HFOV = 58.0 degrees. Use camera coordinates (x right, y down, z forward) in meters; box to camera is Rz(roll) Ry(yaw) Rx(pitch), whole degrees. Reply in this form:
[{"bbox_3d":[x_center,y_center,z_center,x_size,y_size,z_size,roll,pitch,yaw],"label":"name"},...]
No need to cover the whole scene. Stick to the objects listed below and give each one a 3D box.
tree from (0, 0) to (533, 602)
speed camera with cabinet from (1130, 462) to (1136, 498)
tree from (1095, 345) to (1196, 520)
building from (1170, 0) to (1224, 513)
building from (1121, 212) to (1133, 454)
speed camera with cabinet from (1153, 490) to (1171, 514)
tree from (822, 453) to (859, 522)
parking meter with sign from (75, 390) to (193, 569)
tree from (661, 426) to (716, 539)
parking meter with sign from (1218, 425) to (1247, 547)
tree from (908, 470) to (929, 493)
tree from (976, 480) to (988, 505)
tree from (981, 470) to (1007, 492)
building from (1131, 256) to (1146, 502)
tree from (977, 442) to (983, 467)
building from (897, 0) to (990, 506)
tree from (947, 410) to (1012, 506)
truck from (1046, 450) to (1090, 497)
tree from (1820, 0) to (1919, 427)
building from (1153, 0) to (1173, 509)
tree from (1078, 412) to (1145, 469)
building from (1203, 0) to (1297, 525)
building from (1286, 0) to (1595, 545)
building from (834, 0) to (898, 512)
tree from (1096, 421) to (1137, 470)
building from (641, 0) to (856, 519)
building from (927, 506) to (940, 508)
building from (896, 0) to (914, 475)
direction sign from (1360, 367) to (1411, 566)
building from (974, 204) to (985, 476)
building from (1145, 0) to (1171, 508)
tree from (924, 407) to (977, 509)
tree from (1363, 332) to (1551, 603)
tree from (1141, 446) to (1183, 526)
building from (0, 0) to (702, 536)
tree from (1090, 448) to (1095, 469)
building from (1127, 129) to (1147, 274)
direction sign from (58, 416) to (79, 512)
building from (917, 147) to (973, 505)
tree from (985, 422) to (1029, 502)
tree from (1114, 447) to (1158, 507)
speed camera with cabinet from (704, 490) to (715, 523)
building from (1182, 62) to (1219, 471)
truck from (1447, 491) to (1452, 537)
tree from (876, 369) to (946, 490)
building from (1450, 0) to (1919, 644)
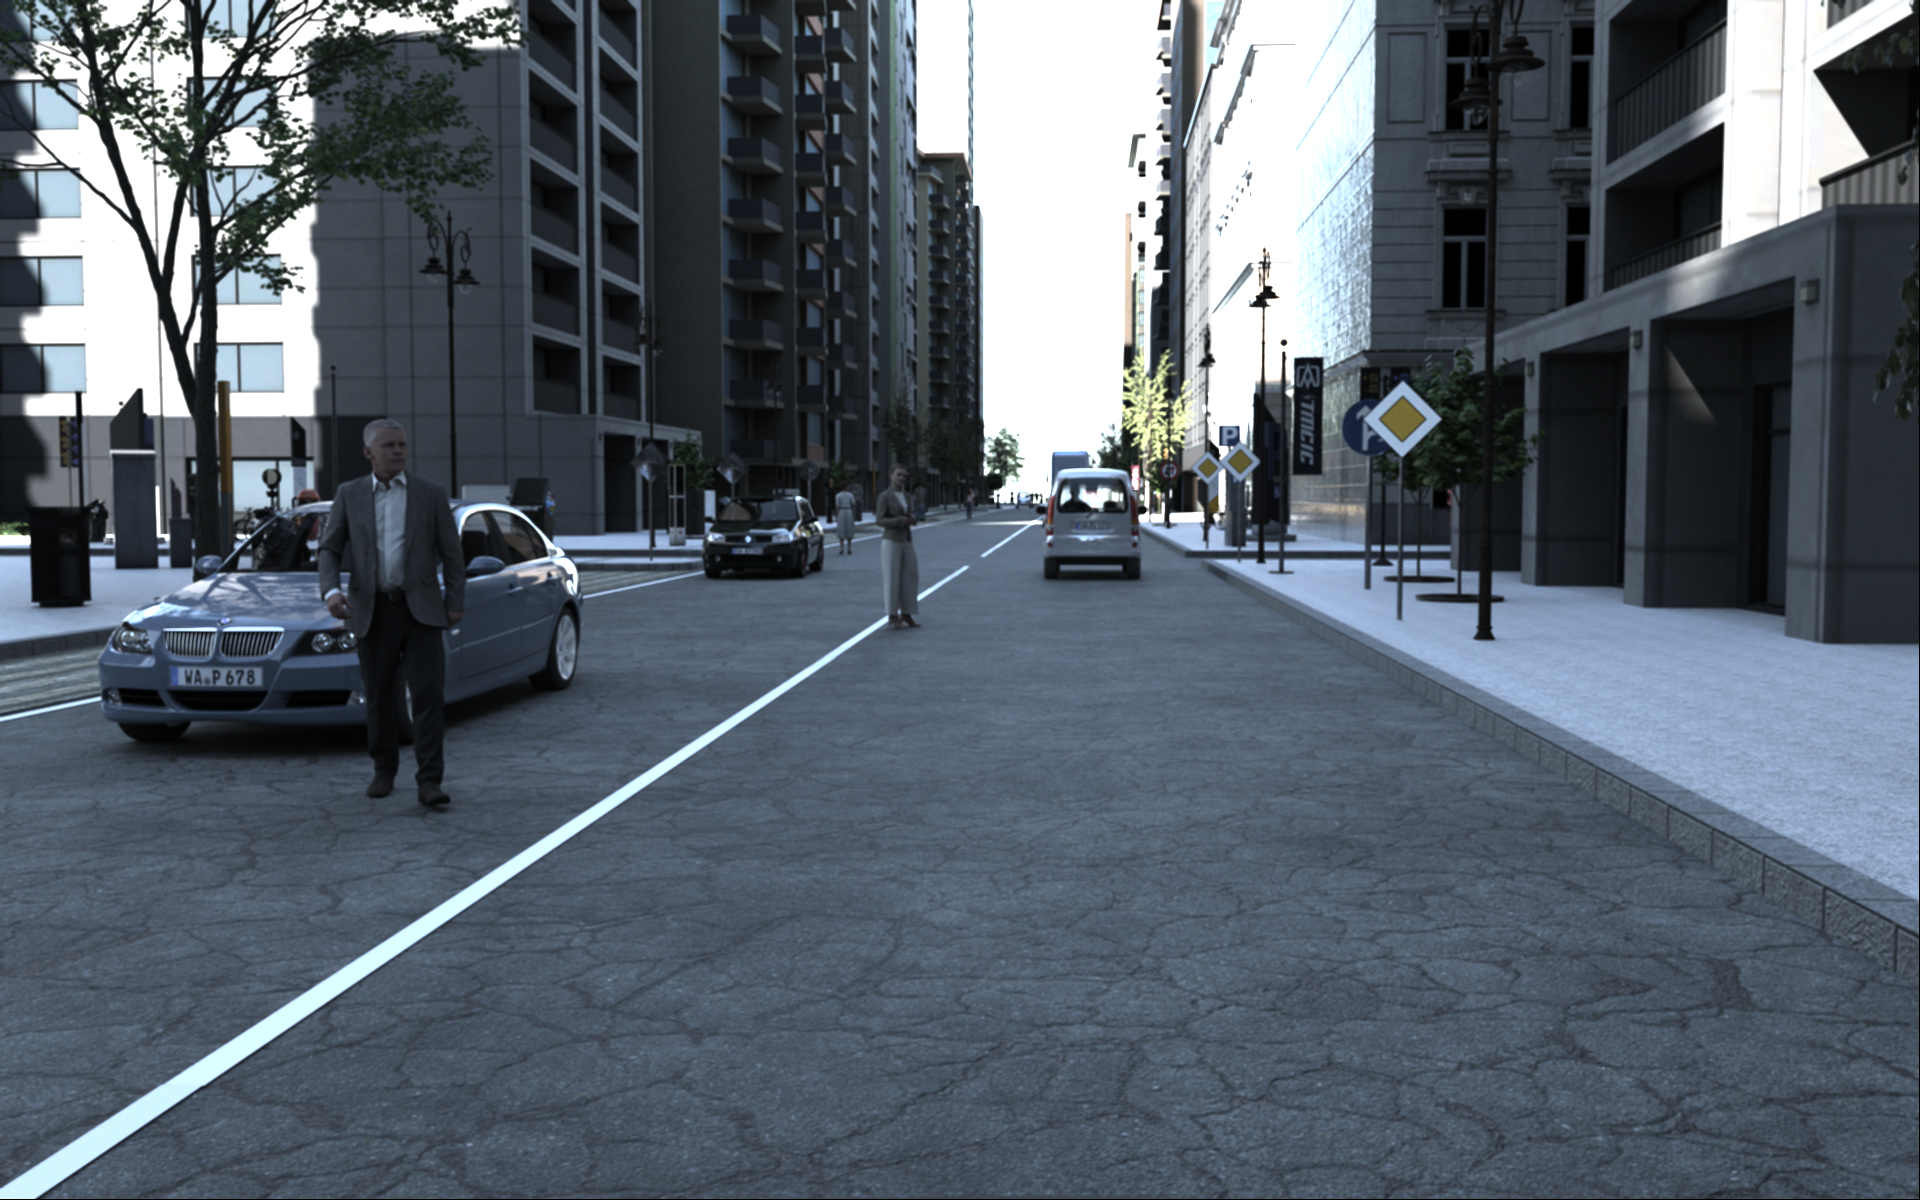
[{"bbox_3d":[-9.136,-5.785,20.345,9.928,11.665,9.643,0,3,0],"label":"tree"},{"bbox_3d":[10.498,-6.898,107.121,0.660,3.252,2.038,1,4,10],"label":"speed camera with cabinet"},{"bbox_3d":[9.621,-8.336,86.658,4.737,8.622,4.395,0,3,0],"label":"tree"},{"bbox_3d":[22.197,-28.907,122.732,14.600,45.320,14.200,0,4,4],"label":"building"},{"bbox_3d":[31.876,-37.690,266.342,14.600,45.320,14.200,0,4,4],"label":"building"},{"bbox_3d":[12.698,-6.996,108.719,0.660,3.252,2.038,-1,4,-10],"label":"speed camera with cabinet"},{"bbox_3d":[-5.632,-5.236,80.207,1.663,3.219,1.824,0,3,0],"label":"tree"},{"bbox_3d":[-14.204,-2.052,29.812,1.738,3.016,0.543,-2,4,-29],"label":"parking meter with sign"},{"bbox_3d":[-7.877,-3.367,49.656,1.663,3.219,1.824,0,3,0],"label":"tree"},{"bbox_3d":[6.807,-2.856,42.954,0.543,3.016,1.738,0,4,-1],"label":"parking meter with sign"},{"bbox_3d":[-3.139,-7.958,124.711,1.663,3.219,1.824,0,3,0],"label":"tree"},{"bbox_3d":[3.063,-13.385,213.445,1.663,3.219,1.824,0,3,0],"label":"tree"},{"bbox_3d":[4.431,-14.885,227.077,4.285,4.588,4.351,0,3,0],"label":"tree"},{"bbox_3d":[28.430,-26.843,210.580,14.160,30.474,14.107,0,4,4],"label":"building"},{"bbox_3d":[-0.013,-12.746,158.753,4.737,8.622,4.395,0,3,0],"label":"tree"},{"bbox_3d":[-6.247,-49.129,241.504,20.563,71.187,20.611,0,4,4],"label":"building"},{"bbox_3d":[2.440,-15.809,192.896,7.601,10.594,8.767,1,4,21],"label":"tree"},{"bbox_3d":[6.514,-6.781,100.630,2.967,4.110,18.799,0,4,2],"label":"truck"},{"bbox_3d":[4.460,-3.460,6.940,4.360,8.622,3.978,0,3,0],"label":"tree"},{"bbox_3d":[27.502,-29.953,144.359,22.147,44.769,28.867,0,4,4],"label":"building"},{"bbox_3d":[17.192,-16.123,198.022,8.767,10.594,7.601,0,4,5],"label":"tree"},{"bbox_3d":[18.834,-17.973,79.760,13.634,28.700,20.117,0,4,4],"label":"building"},{"bbox_3d":[32.134,-16.671,48.982,44.131,29.872,17.030,0,4,4],"label":"building"},{"bbox_3d":[-12.136,-26.911,123.590,14.154,41.232,14.086,0,4,4],"label":"building"},{"bbox_3d":[15.800,-13.491,170.947,4.360,8.622,3.978,0,3,0],"label":"tree"},{"bbox_3d":[-17.670,-26.995,95.987,22.147,44.769,28.867,0,4,4],"label":"building"},{"bbox_3d":[-12.519,-44.620,167.783,20.563,71.187,20.611,0,4,4],"label":"building"},{"bbox_3d":[-18.215,-33.971,144.666,28.713,52.752,27.495,0,4,4],"label":"building"},{"bbox_3d":[7.586,-2.385,30.986,0.876,3.537,0.379,0,4,4],"label":"direction sign"},{"bbox_3d":[-3.555,-37.337,260.573,14.600,45.320,14.200,0,4,4],"label":"building"},{"bbox_3d":[29.064,-38.556,172.386,21.231,58.520,28.212,0,4,4],"label":"building"},{"bbox_3d":[-1.325,-11.961,145.930,4.737,8.622,4.395,0,3,0],"label":"tree"},{"bbox_3d":[5.920,-1.599,20.746,1.663,3.219,1.824,0,3,0],"label":"tree"},{"bbox_3d":[8.222,-4.648,70.596,1.663,3.219,1.824,0,3,0],"label":"tree"},{"bbox_3d":[-20.602,-38.146,61.946,20.563,71.187,20.611,0,4,4],"label":"building"},{"bbox_3d":[16.118,-14.140,181.548,4.737,8.622,4.395,0,3,0],"label":"tree"},{"bbox_3d":[38.215,-40.096,244.813,28.713,52.752,27.495,0,4,4],"label":"building"},{"bbox_3d":[-26.057,-3.589,50.685,0.379,3.537,0.876,0,4,6],"label":"direction sign"},{"bbox_3d":[-9.817,-34.436,217.649,22.147,44.769,28.867,0,4,4],"label":"building"},{"bbox_3d":[7.277,-21.779,274.210,7.486,12.596,7.792,0,3,0],"label":"tree"},{"bbox_3d":[12.212,-8.318,119.713,4.285,4.588,4.351,0,3,0],"label":"tree"},{"bbox_3d":[-11.829,-5.147,78.485,0.660,3.252,2.038,-3,4,-38],"label":"speed camera with cabinet"},{"bbox_3d":[21.055,-18.894,102.432,14.314,27.812,24.014,0,4,4],"label":"building"},{"bbox_3d":[15.587,-2.925,36.744,11.283,4.237,2.839,0,4,3],"label":"truck"},{"bbox_3d":[-3.214,-9.267,101.883,4.360,8.622,3.978,0,3,0],"label":"tree"},{"bbox_3d":[17.870,-35.366,16.490,20.563,71.187,20.611,0,4,4],"label":"building"}]
